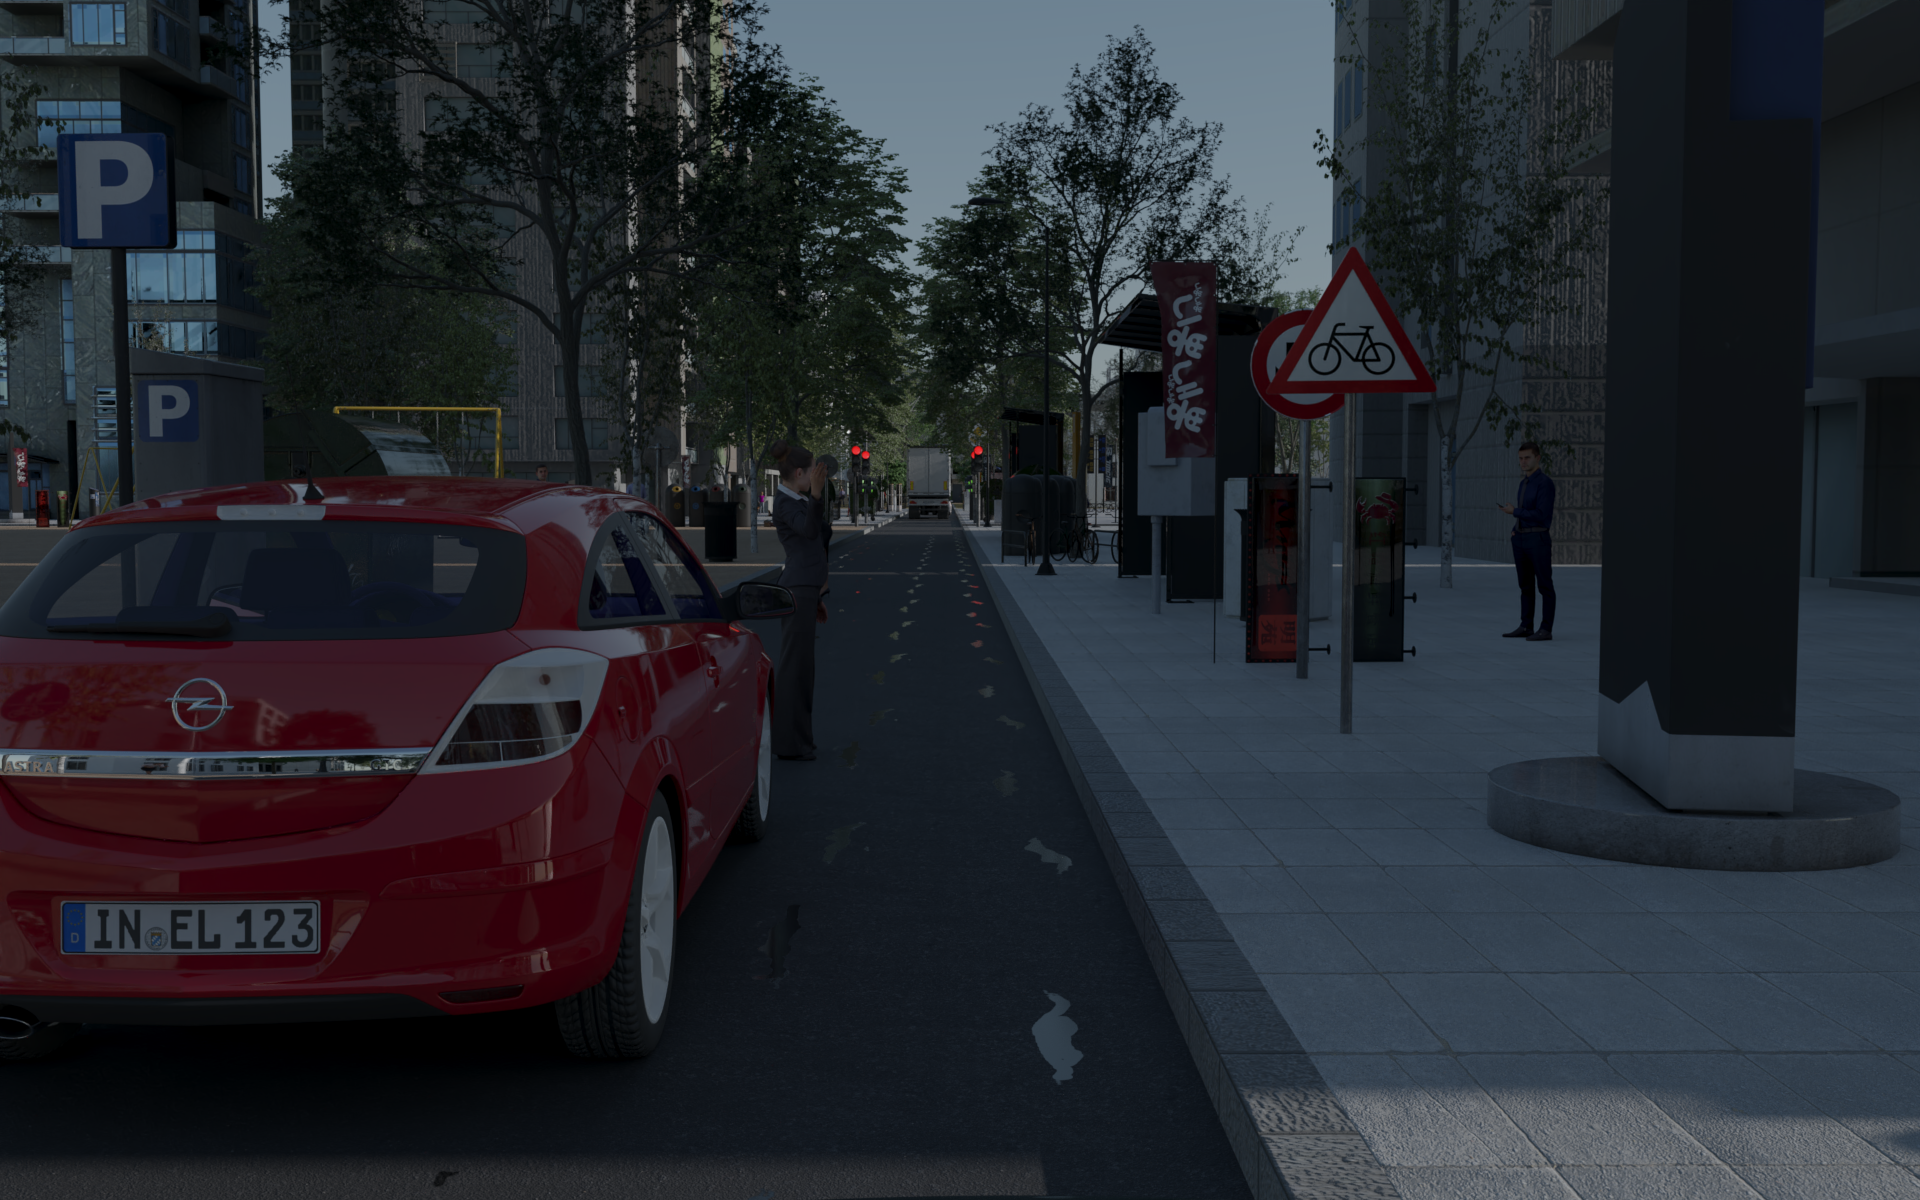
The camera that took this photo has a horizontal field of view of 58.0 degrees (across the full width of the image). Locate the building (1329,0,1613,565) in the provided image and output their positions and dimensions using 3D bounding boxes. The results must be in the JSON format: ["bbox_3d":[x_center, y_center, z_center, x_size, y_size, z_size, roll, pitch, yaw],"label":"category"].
[{"bbox_3d":[20.533,-30.687,43.730,21.231,58.520,28.212,0,4,0],"label":"building"}]

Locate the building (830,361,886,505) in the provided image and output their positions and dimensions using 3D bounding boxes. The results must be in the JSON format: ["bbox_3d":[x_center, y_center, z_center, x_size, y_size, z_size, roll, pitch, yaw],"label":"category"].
[{"bbox_3d":[-16.352,-24.105,250.542,11.380,20.091,16.016,0,4,0],"label":"building"}]

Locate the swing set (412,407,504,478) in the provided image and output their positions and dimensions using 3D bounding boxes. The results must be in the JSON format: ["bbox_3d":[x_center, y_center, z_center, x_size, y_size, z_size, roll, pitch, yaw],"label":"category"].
[{"bbox_3d":[-9.653,-2.061,31.321,3.119,2.851,2.862,-1,4,-10],"label":"swing set"}]

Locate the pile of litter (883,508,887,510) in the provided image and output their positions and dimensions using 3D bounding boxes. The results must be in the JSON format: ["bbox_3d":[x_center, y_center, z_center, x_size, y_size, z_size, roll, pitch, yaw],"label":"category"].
[{"bbox_3d":[-6.552,-7.914,143.355,1.176,0.858,1.719,1,4,18],"label":"pile of litter"}]

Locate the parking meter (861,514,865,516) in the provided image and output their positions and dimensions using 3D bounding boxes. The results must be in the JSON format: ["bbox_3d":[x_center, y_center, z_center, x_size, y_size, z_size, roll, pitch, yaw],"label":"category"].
[{"bbox_3d":[-5.709,-5.837,101.144,0.255,1.863,0.399,-1,4,-9],"label":"parking meter"}]

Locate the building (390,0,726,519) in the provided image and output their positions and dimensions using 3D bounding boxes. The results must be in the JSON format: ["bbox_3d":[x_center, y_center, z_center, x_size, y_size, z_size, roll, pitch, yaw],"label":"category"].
[{"bbox_3d":[-20.090,-24.816,89.342,14.154,41.232,14.086,0,4,0],"label":"building"}]

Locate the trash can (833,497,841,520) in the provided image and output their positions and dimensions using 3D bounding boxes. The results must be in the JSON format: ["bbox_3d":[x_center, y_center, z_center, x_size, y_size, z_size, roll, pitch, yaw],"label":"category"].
[{"bbox_3d":[-6.214,-4.530,85.716,0.748,1.137,0.748,0,3,0],"label":"trash can"}]

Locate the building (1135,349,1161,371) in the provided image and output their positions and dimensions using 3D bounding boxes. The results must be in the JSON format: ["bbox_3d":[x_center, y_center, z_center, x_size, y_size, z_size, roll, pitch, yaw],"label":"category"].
[{"bbox_3d":[27.403,-21.698,211.186,11.380,20.091,16.016,0,4,0],"label":"building"}]

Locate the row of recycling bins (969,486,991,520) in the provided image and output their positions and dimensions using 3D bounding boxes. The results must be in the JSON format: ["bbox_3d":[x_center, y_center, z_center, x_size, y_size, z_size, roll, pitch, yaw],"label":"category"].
[{"bbox_3d":[1.803,-4.852,86.439,1.069,1.692,3.534,3,5,40],"label":"row of recycling bins"}]

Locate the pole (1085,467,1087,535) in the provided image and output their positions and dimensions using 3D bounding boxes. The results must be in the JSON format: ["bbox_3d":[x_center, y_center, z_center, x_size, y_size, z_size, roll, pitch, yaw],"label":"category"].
[{"bbox_3d":[3.810,-3.629,53.181,0.158,3.312,0.155,0,3,0],"label":"pole"}]

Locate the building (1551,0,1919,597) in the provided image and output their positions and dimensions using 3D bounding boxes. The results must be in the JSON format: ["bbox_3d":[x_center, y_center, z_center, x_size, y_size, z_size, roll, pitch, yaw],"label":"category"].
[{"bbox_3d":[23.534,-26.073,15.540,28.713,52.752,27.495,0,4,0],"label":"building"}]

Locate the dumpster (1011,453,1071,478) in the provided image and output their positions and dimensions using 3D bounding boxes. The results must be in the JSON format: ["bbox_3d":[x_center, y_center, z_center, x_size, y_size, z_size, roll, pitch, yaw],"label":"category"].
[{"bbox_3d":[1.870,-2.402,41.766,1.502,2.255,1.985,0,4,0],"label":"dumpster"}]

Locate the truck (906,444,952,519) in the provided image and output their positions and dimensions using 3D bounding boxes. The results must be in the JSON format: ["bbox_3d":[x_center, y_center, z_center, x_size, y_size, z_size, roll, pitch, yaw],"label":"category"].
[{"bbox_3d":[-1.844,-6.968,102.835,2.839,4.237,11.283,0,4,-1],"label":"truck"}]

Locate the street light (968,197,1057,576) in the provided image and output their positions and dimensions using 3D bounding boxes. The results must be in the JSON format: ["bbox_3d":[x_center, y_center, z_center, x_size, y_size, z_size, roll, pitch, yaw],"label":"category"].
[{"bbox_3d":[0.823,-3.347,27.265,1.470,5.913,1.316,0,4,0],"label":"street light"}]

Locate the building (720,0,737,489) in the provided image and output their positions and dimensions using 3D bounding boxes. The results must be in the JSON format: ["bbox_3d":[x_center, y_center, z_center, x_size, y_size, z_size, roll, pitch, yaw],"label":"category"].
[{"bbox_3d":[-21.324,-27.751,103.836,14.600,45.320,14.200,0,4,0],"label":"building"}]

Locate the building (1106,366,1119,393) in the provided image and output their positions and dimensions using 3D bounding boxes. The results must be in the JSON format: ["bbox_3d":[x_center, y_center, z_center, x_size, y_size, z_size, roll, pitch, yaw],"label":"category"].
[{"bbox_3d":[27.275,-24.120,250.783,11.380,20.091,16.016,0,4,0],"label":"building"}]

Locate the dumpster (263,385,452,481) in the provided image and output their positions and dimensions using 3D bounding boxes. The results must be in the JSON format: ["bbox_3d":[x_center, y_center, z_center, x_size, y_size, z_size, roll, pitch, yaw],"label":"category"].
[{"bbox_3d":[-5.496,-0.787,15.363,1.502,2.255,1.985,0,4,-1],"label":"dumpster"}]

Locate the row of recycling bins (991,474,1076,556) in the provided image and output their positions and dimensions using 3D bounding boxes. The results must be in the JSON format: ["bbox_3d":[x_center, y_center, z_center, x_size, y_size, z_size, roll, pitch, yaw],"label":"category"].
[{"bbox_3d":[1.844,-1.853,37.409,1.069,1.692,3.534,1,4,21],"label":"row of recycling bins"}]

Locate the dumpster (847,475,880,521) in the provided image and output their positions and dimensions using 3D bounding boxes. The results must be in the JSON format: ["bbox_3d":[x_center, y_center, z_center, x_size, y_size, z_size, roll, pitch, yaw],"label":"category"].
[{"bbox_3d":[-4.609,-4.886,82.373,1.502,2.255,1.985,0,4,0],"label":"dumpster"}]

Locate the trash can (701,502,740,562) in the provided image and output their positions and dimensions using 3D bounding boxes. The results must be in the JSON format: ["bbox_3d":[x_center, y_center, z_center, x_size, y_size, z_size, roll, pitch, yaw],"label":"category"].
[{"bbox_3d":[-4.525,-1.291,32.757,0.748,1.137,0.748,0,3,0],"label":"trash can"}]

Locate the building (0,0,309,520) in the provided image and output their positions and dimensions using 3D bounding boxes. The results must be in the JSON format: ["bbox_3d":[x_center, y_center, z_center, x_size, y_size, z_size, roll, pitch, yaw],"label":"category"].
[{"bbox_3d":[-51.941,-47.649,91.738,31.000,86.520,22.319,0,4,0],"label":"building"}]

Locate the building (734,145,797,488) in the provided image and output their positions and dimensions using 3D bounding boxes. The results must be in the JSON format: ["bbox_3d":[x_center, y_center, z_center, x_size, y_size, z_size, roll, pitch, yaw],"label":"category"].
[{"bbox_3d":[-20.819,-22.706,142.946,14.160,30.474,14.107,0,4,0],"label":"building"}]

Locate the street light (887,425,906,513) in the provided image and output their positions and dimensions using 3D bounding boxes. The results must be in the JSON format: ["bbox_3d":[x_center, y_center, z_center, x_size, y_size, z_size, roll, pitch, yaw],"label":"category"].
[{"bbox_3d":[-4.326,-8.770,115.925,1.470,5.913,1.316,0,4,0],"label":"street light"}]

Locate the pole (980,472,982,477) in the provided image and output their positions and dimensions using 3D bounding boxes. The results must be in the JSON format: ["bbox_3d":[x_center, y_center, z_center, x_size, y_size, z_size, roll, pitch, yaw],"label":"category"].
[{"bbox_3d":[1.226,-6.914,106.889,0.158,3.312,0.155,0,3,0],"label":"pole"}]

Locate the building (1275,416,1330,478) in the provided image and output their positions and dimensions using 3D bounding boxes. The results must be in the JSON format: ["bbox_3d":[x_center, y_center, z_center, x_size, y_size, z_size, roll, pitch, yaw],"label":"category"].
[{"bbox_3d":[50.345,-24.170,251.605,11.380,20.091,16.016,0,4,0],"label":"building"}]

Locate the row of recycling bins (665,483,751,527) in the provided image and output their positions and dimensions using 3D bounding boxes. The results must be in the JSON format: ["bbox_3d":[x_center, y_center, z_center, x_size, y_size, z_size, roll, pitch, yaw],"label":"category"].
[{"bbox_3d":[-9.790,-3.687,67.396,3.534,1.692,1.069,1,4,10],"label":"row of recycling bins"}]

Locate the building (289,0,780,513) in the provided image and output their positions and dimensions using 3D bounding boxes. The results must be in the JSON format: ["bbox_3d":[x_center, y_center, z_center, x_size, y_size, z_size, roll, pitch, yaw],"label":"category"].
[{"bbox_3d":[-29.528,-26.403,123.568,32.217,40.220,23.993,0,4,0],"label":"building"}]

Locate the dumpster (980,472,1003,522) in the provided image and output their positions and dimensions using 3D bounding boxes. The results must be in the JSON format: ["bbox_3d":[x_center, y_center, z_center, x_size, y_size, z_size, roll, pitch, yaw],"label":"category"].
[{"bbox_3d":[1.650,-4.617,77.984,1.502,2.255,1.985,0,4,0],"label":"dumpster"}]

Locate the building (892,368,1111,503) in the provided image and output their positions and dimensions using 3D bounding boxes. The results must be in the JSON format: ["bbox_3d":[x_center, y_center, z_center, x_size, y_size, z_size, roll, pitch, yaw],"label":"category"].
[{"bbox_3d":[5.714,-23.507,250.792,31.486,18.905,16.747,0,4,0],"label":"building"}]

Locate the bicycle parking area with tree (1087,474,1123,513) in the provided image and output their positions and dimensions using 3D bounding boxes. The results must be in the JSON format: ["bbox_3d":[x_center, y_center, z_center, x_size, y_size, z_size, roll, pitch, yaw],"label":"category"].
[{"bbox_3d":[10.741,-8.135,120.015,9.016,4.147,8.231,2,4,32],"label":"bicycle parking area with tree"}]

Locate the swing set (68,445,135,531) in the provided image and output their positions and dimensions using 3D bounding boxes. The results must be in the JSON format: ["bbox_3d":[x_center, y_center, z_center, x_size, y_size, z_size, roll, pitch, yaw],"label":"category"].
[{"bbox_3d":[-28.249,-3.770,59.261,2.862,2.851,3.119,2,4,31],"label":"swing set"}]

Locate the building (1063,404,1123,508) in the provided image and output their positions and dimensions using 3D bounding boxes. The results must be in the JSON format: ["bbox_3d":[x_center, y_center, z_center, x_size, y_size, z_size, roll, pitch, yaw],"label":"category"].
[{"bbox_3d":[12.660,-14.317,176.231,9.099,9.664,28.070,0,4,0],"label":"building"}]

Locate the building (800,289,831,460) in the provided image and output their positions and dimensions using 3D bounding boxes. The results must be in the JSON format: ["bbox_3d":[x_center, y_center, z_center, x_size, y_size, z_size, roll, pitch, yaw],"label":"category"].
[{"bbox_3d":[-27.435,-19.777,167.327,27.936,21.610,32.646,0,4,0],"label":"building"}]

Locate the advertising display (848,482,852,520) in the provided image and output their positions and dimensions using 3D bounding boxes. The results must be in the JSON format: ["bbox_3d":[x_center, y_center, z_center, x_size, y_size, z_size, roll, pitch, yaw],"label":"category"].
[{"bbox_3d":[-5.301,-4.863,84.728,0.123,1.923,0.974,-1,4,-15],"label":"advertising display"}]

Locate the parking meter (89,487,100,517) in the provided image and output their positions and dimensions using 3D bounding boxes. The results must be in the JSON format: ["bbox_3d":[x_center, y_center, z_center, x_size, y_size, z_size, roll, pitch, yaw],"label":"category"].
[{"bbox_3d":[-33.009,-3.526,66.058,0.372,1.533,0.369,0,3,0],"label":"parking meter"}]

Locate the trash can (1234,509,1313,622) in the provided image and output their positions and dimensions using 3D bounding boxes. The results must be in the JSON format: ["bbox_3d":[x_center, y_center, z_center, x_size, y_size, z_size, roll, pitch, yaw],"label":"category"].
[{"bbox_3d":[3.010,-0.308,16.689,0.748,1.137,0.748,0,3,0],"label":"trash can"}]

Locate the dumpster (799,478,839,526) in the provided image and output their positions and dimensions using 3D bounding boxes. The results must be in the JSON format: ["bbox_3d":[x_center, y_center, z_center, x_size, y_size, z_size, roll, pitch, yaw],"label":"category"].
[{"bbox_3d":[-4.763,-3.320,56.779,1.502,2.255,1.985,0,4,0],"label":"dumpster"}]

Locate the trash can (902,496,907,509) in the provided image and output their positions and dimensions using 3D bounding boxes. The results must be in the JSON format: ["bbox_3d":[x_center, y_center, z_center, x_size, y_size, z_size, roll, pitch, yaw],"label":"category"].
[{"bbox_3d":[-4.901,-8.405,149.077,0.748,1.137,0.748,0,3,0],"label":"trash can"}]

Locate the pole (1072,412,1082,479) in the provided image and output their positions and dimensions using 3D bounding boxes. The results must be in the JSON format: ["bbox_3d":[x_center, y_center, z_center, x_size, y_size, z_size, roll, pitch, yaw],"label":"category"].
[{"bbox_3d":[2.894,-3.011,43.078,0.158,3.312,0.155,0,3,0],"label":"pole"}]

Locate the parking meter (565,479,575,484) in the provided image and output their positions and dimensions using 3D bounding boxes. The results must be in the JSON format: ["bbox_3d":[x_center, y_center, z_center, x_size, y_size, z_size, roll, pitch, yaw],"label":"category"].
[{"bbox_3d":[-14.976,-3.725,66.623,0.399,1.863,0.255,-3,5,-43],"label":"parking meter"}]

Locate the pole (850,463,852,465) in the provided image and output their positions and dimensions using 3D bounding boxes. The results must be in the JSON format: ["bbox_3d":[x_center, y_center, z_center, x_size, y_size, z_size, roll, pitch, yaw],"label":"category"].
[{"bbox_3d":[-6.730,-6.965,107.723,0.158,3.312,0.155,0,3,0],"label":"pole"}]

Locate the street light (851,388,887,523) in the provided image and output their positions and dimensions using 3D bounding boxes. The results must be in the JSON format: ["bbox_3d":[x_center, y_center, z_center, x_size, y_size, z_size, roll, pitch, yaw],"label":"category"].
[{"bbox_3d":[-4.093,-6.323,75.928,1.470,5.913,1.316,0,4,0],"label":"street light"}]
